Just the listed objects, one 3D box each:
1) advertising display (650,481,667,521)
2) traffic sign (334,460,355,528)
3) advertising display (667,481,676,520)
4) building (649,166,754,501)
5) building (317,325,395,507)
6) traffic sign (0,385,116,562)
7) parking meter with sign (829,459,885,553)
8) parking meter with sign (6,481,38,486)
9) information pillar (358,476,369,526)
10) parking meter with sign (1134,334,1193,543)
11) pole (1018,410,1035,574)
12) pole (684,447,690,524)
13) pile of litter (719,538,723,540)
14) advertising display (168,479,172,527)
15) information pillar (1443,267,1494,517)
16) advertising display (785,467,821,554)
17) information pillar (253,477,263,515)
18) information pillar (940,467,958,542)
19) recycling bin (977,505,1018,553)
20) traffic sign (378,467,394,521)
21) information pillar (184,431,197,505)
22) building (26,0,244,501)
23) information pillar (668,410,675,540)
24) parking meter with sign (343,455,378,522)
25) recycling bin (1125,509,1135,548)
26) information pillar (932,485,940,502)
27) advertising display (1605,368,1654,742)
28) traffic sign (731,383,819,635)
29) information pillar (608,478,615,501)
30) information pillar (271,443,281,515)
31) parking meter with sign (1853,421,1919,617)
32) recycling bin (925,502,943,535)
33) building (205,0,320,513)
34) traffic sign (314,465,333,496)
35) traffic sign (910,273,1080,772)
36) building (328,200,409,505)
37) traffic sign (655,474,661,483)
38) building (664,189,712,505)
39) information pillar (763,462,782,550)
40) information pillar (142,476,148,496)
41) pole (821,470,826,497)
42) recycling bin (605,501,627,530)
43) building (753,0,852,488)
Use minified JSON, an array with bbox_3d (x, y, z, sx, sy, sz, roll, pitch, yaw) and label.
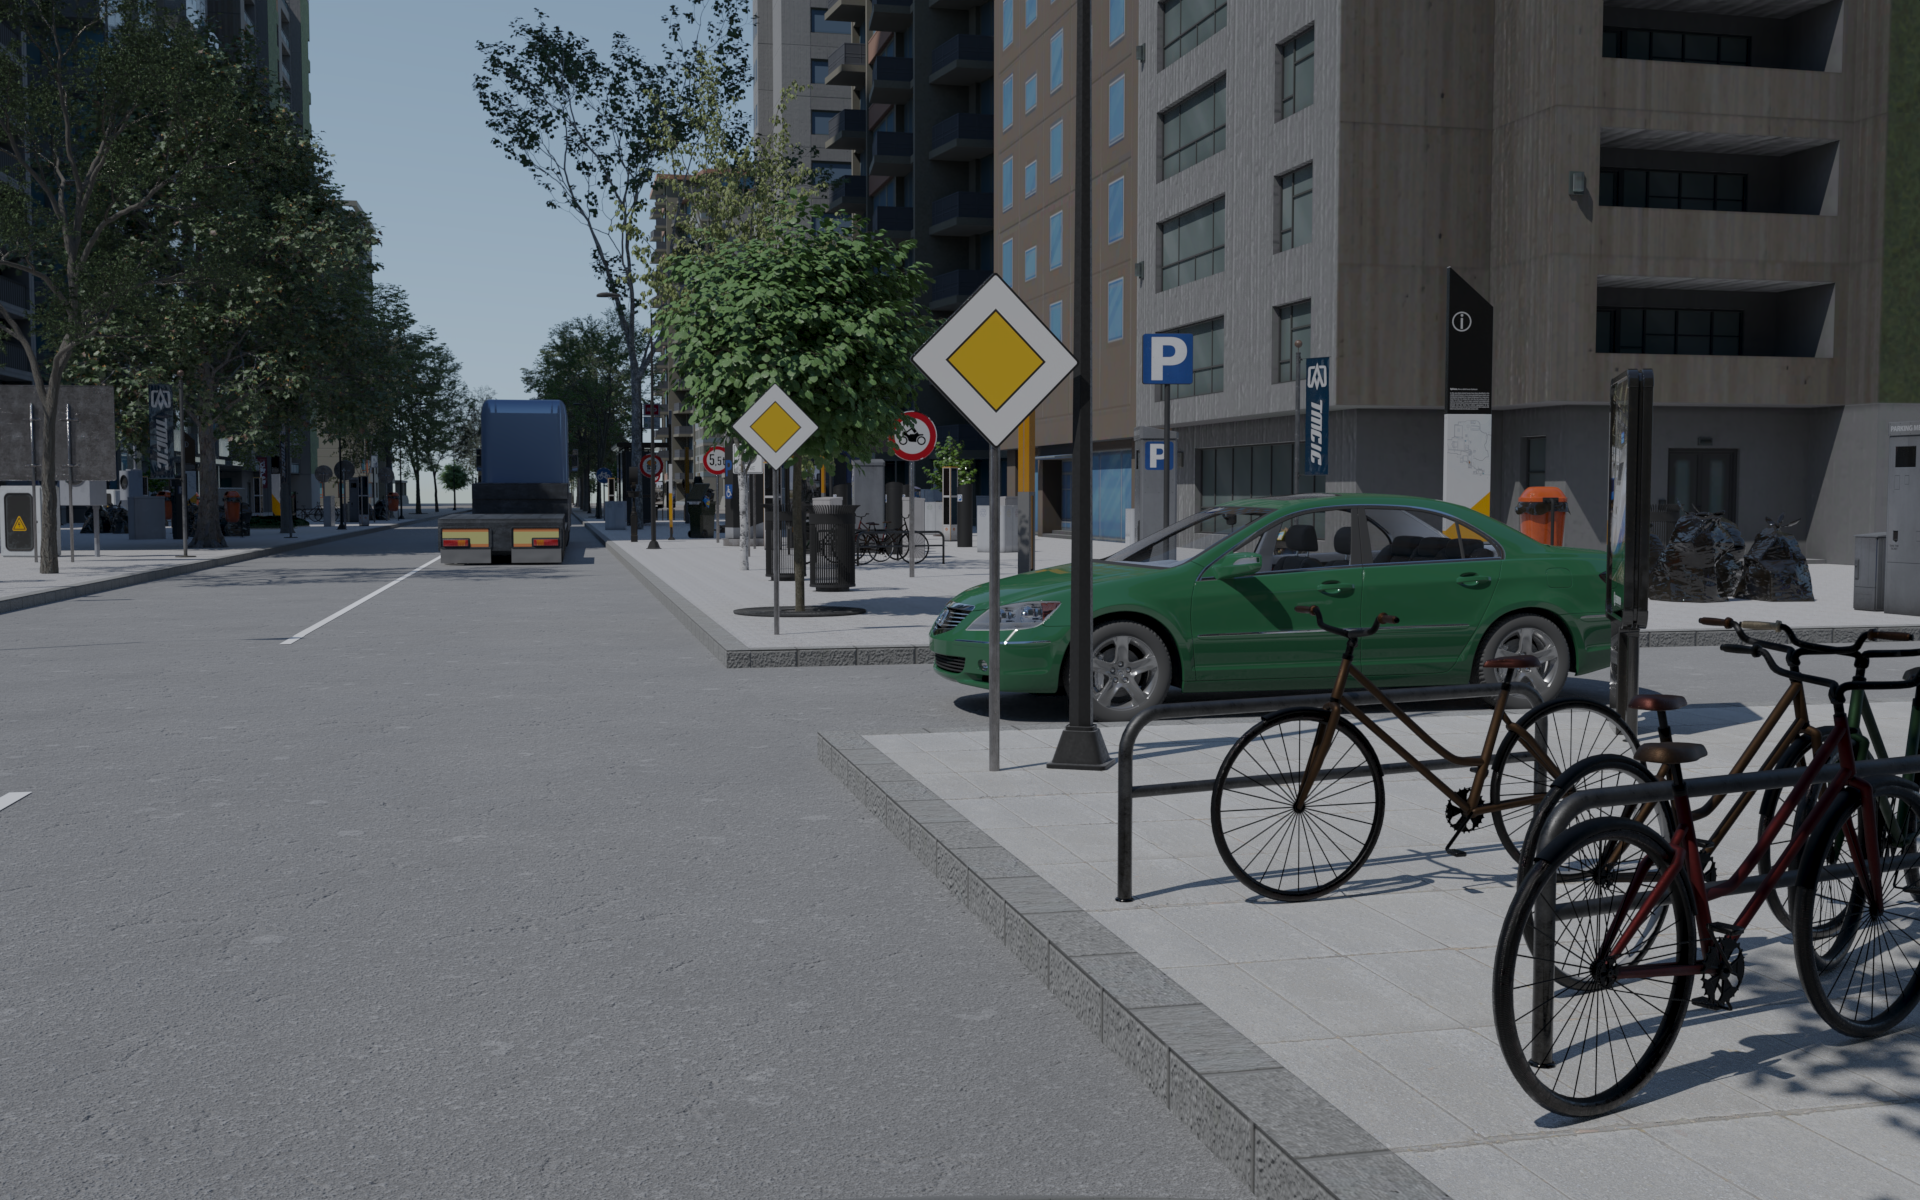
[{"bbox_3d":[-14.702,-4.767,83.150,0.974,1.923,0.123,0,4,5],"label":"advertising display"},{"bbox_3d":[-23.074,-3.966,64.942,0.768,2.556,0.104,0,4,-7],"label":"traffic sign"},{"bbox_3d":[-14.359,-4.943,86.032,0.123,1.923,0.974,1,4,12],"label":"advertising display"},{"bbox_3d":[-30.396,-35.474,234.620,22.147,44.769,28.867,-1,4,-13],"label":"building"},{"bbox_3d":[-77.051,-20.940,187.407,27.650,21.520,28.899,-1,4,-13],"label":"building"},{"bbox_3d":[-17.016,-2.359,32.446,2.265,3.308,0.079,0,4,-8],"label":"traffic sign"},{"bbox_3d":[-1.982,-2.533,37.677,1.738,3.016,0.543,-1,4,-9],"label":"parking meter with sign"},{"bbox_3d":[-25.137,-3.068,46.421,1.738,3.016,0.543,0,4,-2],"label":"parking meter with sign"},{"bbox_3d":[-23.802,-3.953,69.122,0.304,2.012,0.304,-3,5,-44],"label":"information pillar"},{"bbox_3d":[2.251,-1.435,19.728,0.543,3.016,1.738,0,4,0],"label":"parking meter with sign"},{"bbox_3d":[0.798,-1.645,20.736,0.158,3.312,0.155,0,3,0],"label":"pole"},{"bbox_3d":[-11.860,-4.978,75.226,0.158,3.312,0.155,0,3,0],"label":"pole"},{"bbox_3d":[-6.069,-2.149,49.108,1.719,0.858,1.176,0,4,-4],"label":"pile of litter"},{"bbox_3d":[-29.977,-3.765,66.768,0.123,1.923,0.974,3,5,42],"label":"advertising display"},{"bbox_3d":[5.254,-1.628,17.981,0.504,3.616,0.183,0,4,-4],"label":"information pillar"},{"bbox_3d":[-3.333,-1.935,36.846,0.123,1.923,0.974,3,5,40],"label":"advertising display"},{"bbox_3d":[-30.702,-4.361,75.792,0.304,2.012,0.304,0,4,-1],"label":"information pillar"},{"bbox_3d":[-0.263,-2.584,46.739,0.304,2.012,0.304,3,5,44],"label":"information pillar"},{"bbox_3d":[0.851,-1.567,38.182,0.722,1.027,0.722,2,4,32],"label":"recycling bin"},{"bbox_3d":[-27.306,-5.035,82.427,0.768,2.556,0.104,-1,4,-12],"label":"traffic sign"},{"bbox_3d":[-27.648,-4.324,62.056,0.504,3.616,0.183,-3,5,-45],"label":"information pillar"},{"bbox_3d":[-54.336,-29.128,95.844,23.786,49.044,30.456,-1,4,-13],"label":"building"},{"bbox_3d":[-8.039,-3.472,48.128,0.183,3.616,0.504,0,4,-8],"label":"information pillar"},{"bbox_3d":[-27.312,-5.034,78.563,1.738,3.016,0.543,1,4,16],"label":"parking meter with sign"},{"bbox_3d":[3.254,-1.061,29.906,0.722,1.027,0.722,0,4,-1],"label":"recycling bin"},{"bbox_3d":[-0.824,-3.466,61.166,0.304,2.012,0.304,-1,4,-12],"label":"information pillar"},{"bbox_3d":[3.588,-0.251,9.319,0.123,1.923,0.974,1,4,15],"label":"advertising display"},{"bbox_3d":[-1.675,-0.740,15.736,0.795,2.450,0.064,-1,4,-13],"label":"traffic sign"},{"bbox_3d":[-16.117,-4.624,80.088,0.304,2.012,0.304,-1,4,-15],"label":"information pillar"},{"bbox_3d":[-28.258,-4.908,71.606,0.504,3.616,0.183,2,4,28],"label":"information pillar"},{"bbox_3d":[10.211,-1.346,18.274,0.543,3.016,1.738,-1,4,-13],"label":"parking meter with sign"},{"bbox_3d":[-0.703,-2.569,54.556,0.722,1.027,0.722,1,4,10],"label":"recycling bin"},{"bbox_3d":[-57.819,-27.474,132.789,14.154,41.232,14.086,-1,4,-13],"label":"building"},{"bbox_3d":[-27.975,-4.653,76.178,0.768,2.556,0.104,-1,4,-13],"label":"traffic sign"},{"bbox_3d":[0.156,-0.264,7.963,0.795,2.450,0.064,-1,4,-13],"label":"traffic sign"},{"bbox_3d":[-85.325,-31.827,212.244,32.217,40.220,23.993,-1,4,-13],"label":"building"},{"bbox_3d":[-14.586,-5.023,82.240,0.768,2.556,0.104,0,4,-6],"label":"traffic sign"},{"bbox_3d":[-19.353,-31.705,210.250,32.217,40.220,23.993,-1,4,-13],"label":"building"},{"bbox_3d":[-4.292,-2.153,39.698,0.304,2.012,0.304,2,4,29],"label":"information pillar"},{"bbox_3d":[-33.944,-4.127,71.961,0.304,2.012,0.304,2,4,34],"label":"information pillar"},{"bbox_3d":[-3.516,-3.073,44.086,0.158,3.312,0.155,0,3,0],"label":"pole"},{"bbox_3d":[-12.402,-3.050,62.427,0.722,1.027,0.722,0,4,-6],"label":"recycling bin"},{"bbox_3d":[-3.601,-35.280,118.819,21.231,58.520,28.212,-1,4,-13],"label":"building"}]
